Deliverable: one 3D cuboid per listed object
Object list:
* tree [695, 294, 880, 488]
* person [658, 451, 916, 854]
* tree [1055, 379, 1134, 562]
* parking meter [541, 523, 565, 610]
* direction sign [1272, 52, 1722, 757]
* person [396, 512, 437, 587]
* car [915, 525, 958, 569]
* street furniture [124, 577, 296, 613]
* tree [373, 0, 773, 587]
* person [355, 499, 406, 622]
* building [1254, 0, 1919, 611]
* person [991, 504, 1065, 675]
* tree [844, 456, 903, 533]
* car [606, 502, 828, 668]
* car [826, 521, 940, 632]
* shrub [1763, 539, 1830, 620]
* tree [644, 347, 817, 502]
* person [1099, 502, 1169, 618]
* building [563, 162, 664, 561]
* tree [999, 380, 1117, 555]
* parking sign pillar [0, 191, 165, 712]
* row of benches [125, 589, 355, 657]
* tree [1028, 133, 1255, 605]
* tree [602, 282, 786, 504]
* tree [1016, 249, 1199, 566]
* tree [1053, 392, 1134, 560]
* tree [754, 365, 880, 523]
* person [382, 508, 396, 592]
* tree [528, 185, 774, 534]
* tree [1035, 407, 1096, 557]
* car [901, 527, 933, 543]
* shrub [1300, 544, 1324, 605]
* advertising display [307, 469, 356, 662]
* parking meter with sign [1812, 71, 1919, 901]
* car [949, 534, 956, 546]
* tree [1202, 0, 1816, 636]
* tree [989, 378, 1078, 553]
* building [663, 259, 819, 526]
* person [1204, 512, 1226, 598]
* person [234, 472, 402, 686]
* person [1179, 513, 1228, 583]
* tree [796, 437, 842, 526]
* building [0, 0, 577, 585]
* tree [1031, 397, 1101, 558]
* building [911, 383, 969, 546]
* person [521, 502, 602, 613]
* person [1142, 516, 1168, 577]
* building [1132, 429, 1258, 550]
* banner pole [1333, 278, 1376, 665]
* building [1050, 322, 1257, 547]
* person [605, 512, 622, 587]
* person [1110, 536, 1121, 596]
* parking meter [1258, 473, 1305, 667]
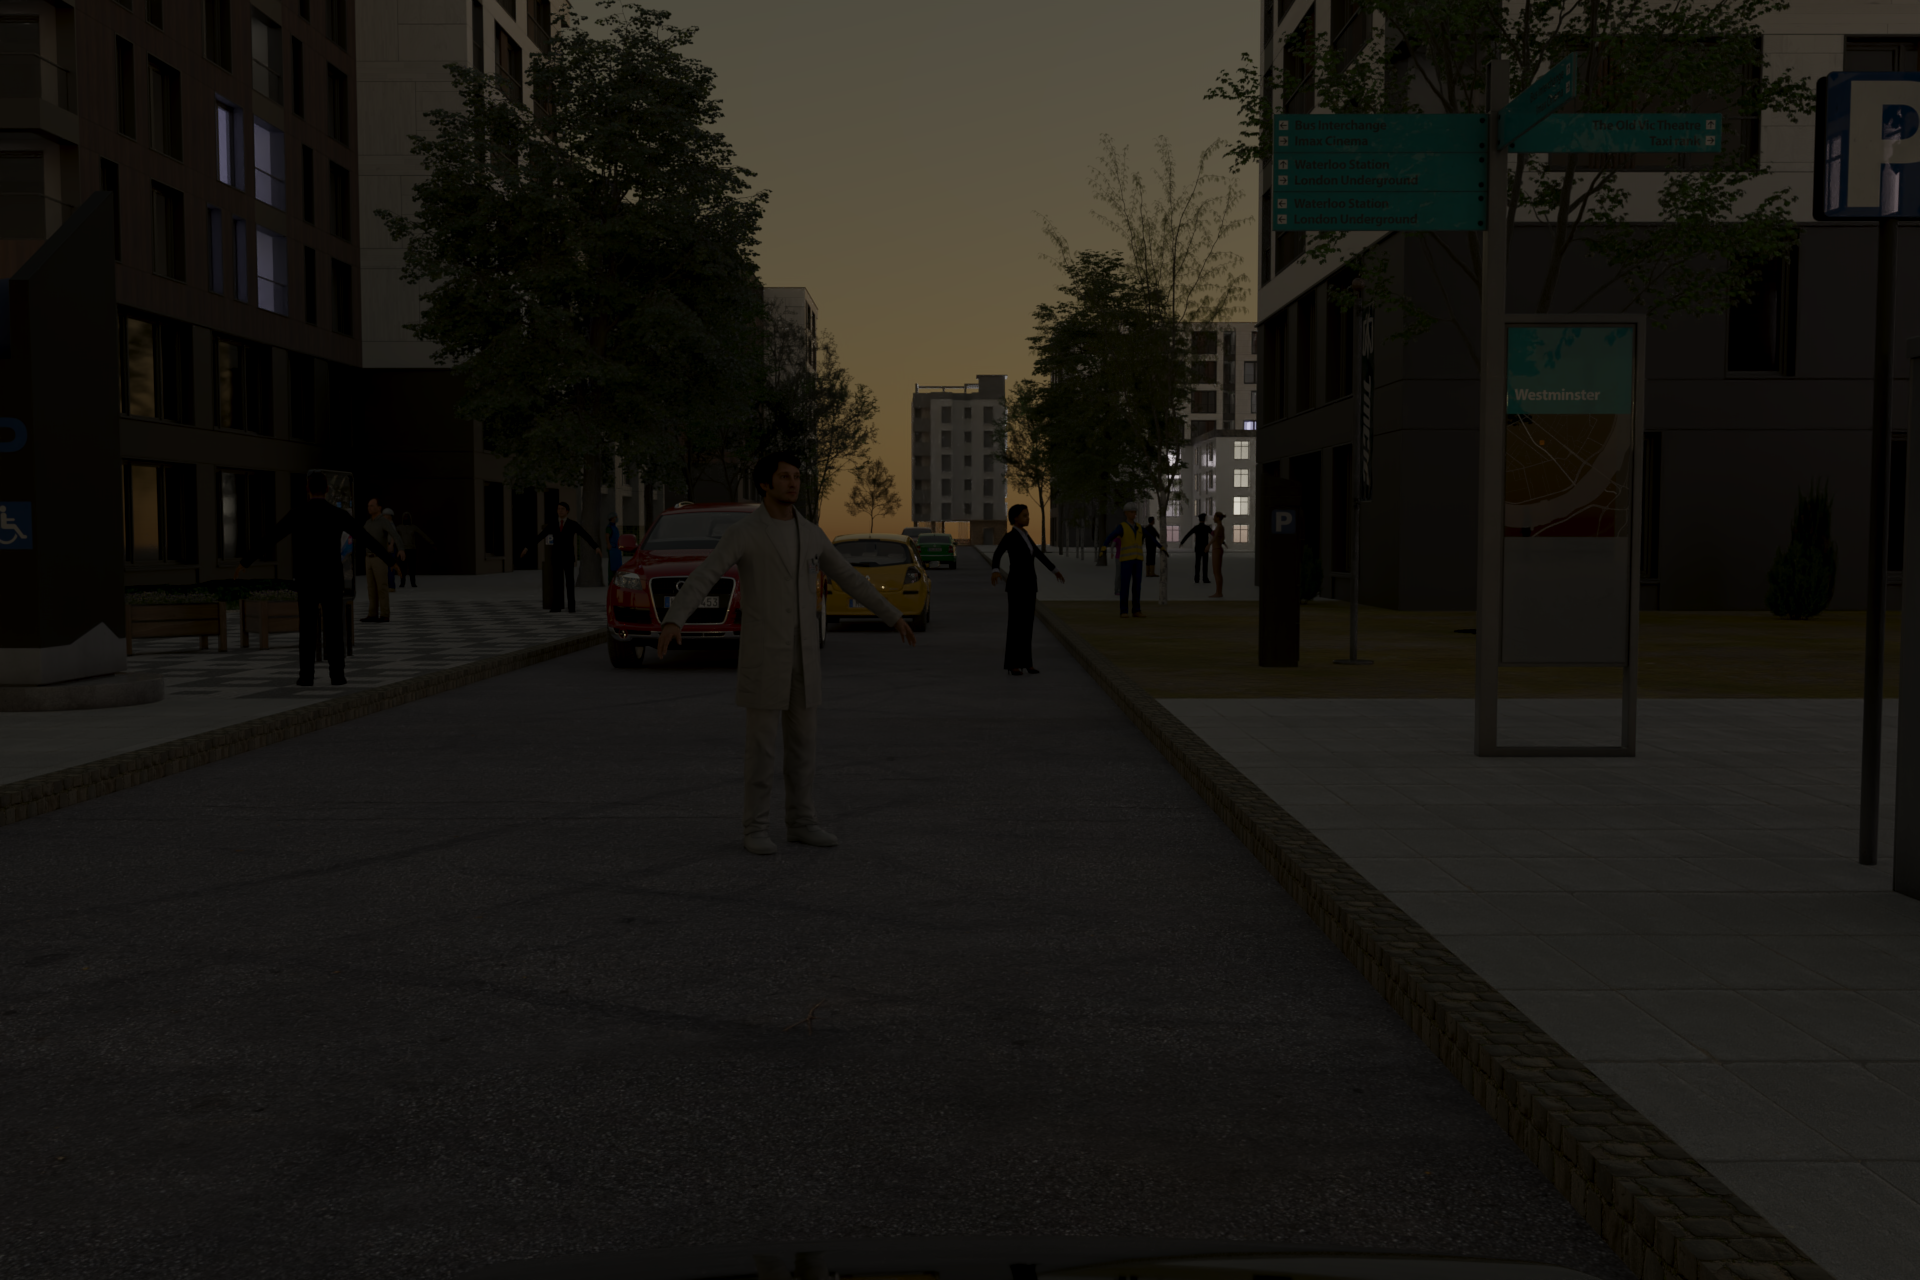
[{"bbox_3d":[-9.286,-10.978,89.856,12.009,13.543,11.850,0,3,0],"label":"tree"},{"bbox_3d":[-0.803,0.046,7.892,1.347,1.806,0.705,-3,4,-37],"label":"person"},{"bbox_3d":[6.176,-7.839,78.537,4.360,8.622,3.978,0,3,0],"label":"tree"},{"bbox_3d":[-6.930,-1.289,29.490,0.372,1.533,0.369,0,3,0],"label":"parking meter"},{"bbox_3d":[3.033,-1.259,9.340,2.525,3.948,1.411,0,4,0],"label":"direction sign"},{"bbox_3d":[-13.292,-2.173,41.657,1.348,1.813,0.705,-1,4,-19],"label":"person"},{"bbox_3d":[-1.059,-3.830,71.417,1.959,1.807,4.718,0,4,-1],"label":"car"},{"bbox_3d":[-15.528,-0.820,29.042,10.072,0.657,5.734,-3,4,-36],"label":"street furniture"},{"bbox_3d":[-8.996,-8.264,41.770,9.857,13.997,8.962,0,3,0],"label":"tree"},{"bbox_3d":[-8.506,-1.157,25.196,1.348,1.796,0.705,2,4,30],"label":"person"},{"bbox_3d":[21.198,-12.262,44.466,27.936,21.610,32.646,0,3,0],"label":"building"},{"bbox_3d":[0.681,-0.517,17.628,0.721,1.740,1.216,3,4,37],"label":"person"},{"bbox_3d":[-10.297,-16.639,206.462,7.601,10.594,8.767,0,4,-6],"label":"tree"},{"bbox_3d":[-2.713,-0.705,20.203,2.281,1.827,5.304,0,4,0],"label":"car"},{"bbox_3d":[-1.324,-1.016,26.831,2.015,1.641,3.980,0,4,0],"label":"car"},{"bbox_3d":[12.502,-0.903,25.873,1.383,1.207,1.383,0,3,0],"label":"shrub"},{"bbox_3d":[-9.890,-8.627,75.472,8.767,10.594,7.601,-3,5,-44],"label":"tree"},{"bbox_3d":[2.662,-1.229,26.550,1.216,1.772,0.721,-2,4,-24],"label":"person"},{"bbox_3d":[-26.643,-13.774,91.671,16.747,18.905,31.486,0,4,-1],"label":"building"},{"bbox_3d":[5.991,-10.449,105.252,8.767,10.594,7.601,2,4,27],"label":"tree"},{"bbox_3d":[-6.851,-1.504,13.068,1.447,3.967,1.447,0,3,0],"label":"parking sign pillar"},{"bbox_3d":[-8.501,-0.200,18.732,4.104,0.672,1.422,-3,5,-43],"label":"row of benches"},{"bbox_3d":[3.923,-4.954,31.367,4.360,8.622,3.978,0,3,0],"label":"tree"},{"bbox_3d":[-9.947,-8.420,63.419,9.928,11.665,9.643,0,3,0],"label":"tree"},{"bbox_3d":[5.929,-9.269,69.681,7.486,12.596,7.792,0,3,0],"label":"tree"},{"bbox_3d":[6.172,-8.201,84.450,4.737,8.622,4.395,0,3,0],"label":"tree"},{"bbox_3d":[-8.913,-10.970,105.115,9.928,11.665,9.643,0,3,0],"label":"tree"},{"bbox_3d":[-12.609,-1.975,38.147,0.705,1.847,1.347,-2,4,-30],"label":"person"},{"bbox_3d":[-9.169,-7.682,51.359,9.928,11.665,9.643,0,3,0],"label":"tree"},{"bbox_3d":[6.081,-9.035,98.085,4.360,8.622,3.978,0,3,0],"label":"tree"},{"bbox_3d":[-2.210,-4.982,90.130,2.281,1.827,5.304,0,4,0],"label":"car"},{"bbox_3d":[6.143,-1.251,31.568,1.383,1.207,1.383,0,3,0],"label":"shrub"},{"bbox_3d":[-6.416,-0.765,17.718,0.123,1.923,0.974,0,4,1],"label":"advertising display"},{"bbox_3d":[3.533,-0.585,5.818,0.543,3.016,1.738,0,4,0],"label":"parking meter with sign"},{"bbox_3d":[-1.239,-6.839,120.617,1.959,1.807,4.718,0,4,0],"label":"car"},{"bbox_3d":[6.949,-5.872,21.771,9.928,11.665,9.643,0,3,0],"label":"tree"},{"bbox_3d":[5.481,-11.636,116.008,9.928,11.665,9.643,0,3,0],"label":"tree"},{"bbox_3d":[-26.699,-18.182,141.253,27.936,21.610,32.646,0,4,0],"label":"building"},{"bbox_3d":[5.155,-1.733,35.135,0.721,1.733,1.217,1,4,21],"label":"person"},{"bbox_3d":[-5.435,-0.518,14.700,1.346,1.802,0.704,-1,4,-22],"label":"person"},{"bbox_3d":[6.355,-2.416,45.431,1.347,1.837,0.705,2,4,28],"label":"person"},{"bbox_3d":[-9.565,-10.138,116.123,4.360,8.622,3.978,0,3,0],"label":"tree"},{"bbox_3d":[-28.968,-12.665,51.055,27.936,21.610,32.646,0,4,0],"label":"building"},{"bbox_3d":[6.413,-8.631,91.473,4.360,8.622,3.978,0,3,0],"label":"tree"},{"bbox_3d":[-5.578,-21.485,210.162,11.380,20.090,16.016,0,4,5],"label":"building"},{"bbox_3d":[-6.487,-1.352,28.293,1.347,1.806,0.705,0,4,3],"label":"person"},{"bbox_3d":[5.738,-2.790,51.760,0.704,1.812,1.346,-2,4,-28],"label":"person"},{"bbox_3d":[21.175,-12.896,152.998,9.099,9.664,28.070,0,3,0],"label":"building"},{"bbox_3d":[3.901,-1.639,16.812,0.401,3.779,0.863,0,4,-1],"label":"banner pole"},{"bbox_3d":[23.332,-20.754,183.303,27.936,21.610,32.646,0,4,0],"label":"building"},{"bbox_3d":[-8.403,-2.202,42.130,0.704,1.817,1.347,0,4,6],"label":"person"},{"bbox_3d":[3.400,-1.648,36.213,0.599,1.433,0.991,2,4,34],"label":"person"},{"bbox_3d":[3.108,-0.675,16.744,0.399,1.863,0.255,0,4,-2],"label":"parking meter"}]
